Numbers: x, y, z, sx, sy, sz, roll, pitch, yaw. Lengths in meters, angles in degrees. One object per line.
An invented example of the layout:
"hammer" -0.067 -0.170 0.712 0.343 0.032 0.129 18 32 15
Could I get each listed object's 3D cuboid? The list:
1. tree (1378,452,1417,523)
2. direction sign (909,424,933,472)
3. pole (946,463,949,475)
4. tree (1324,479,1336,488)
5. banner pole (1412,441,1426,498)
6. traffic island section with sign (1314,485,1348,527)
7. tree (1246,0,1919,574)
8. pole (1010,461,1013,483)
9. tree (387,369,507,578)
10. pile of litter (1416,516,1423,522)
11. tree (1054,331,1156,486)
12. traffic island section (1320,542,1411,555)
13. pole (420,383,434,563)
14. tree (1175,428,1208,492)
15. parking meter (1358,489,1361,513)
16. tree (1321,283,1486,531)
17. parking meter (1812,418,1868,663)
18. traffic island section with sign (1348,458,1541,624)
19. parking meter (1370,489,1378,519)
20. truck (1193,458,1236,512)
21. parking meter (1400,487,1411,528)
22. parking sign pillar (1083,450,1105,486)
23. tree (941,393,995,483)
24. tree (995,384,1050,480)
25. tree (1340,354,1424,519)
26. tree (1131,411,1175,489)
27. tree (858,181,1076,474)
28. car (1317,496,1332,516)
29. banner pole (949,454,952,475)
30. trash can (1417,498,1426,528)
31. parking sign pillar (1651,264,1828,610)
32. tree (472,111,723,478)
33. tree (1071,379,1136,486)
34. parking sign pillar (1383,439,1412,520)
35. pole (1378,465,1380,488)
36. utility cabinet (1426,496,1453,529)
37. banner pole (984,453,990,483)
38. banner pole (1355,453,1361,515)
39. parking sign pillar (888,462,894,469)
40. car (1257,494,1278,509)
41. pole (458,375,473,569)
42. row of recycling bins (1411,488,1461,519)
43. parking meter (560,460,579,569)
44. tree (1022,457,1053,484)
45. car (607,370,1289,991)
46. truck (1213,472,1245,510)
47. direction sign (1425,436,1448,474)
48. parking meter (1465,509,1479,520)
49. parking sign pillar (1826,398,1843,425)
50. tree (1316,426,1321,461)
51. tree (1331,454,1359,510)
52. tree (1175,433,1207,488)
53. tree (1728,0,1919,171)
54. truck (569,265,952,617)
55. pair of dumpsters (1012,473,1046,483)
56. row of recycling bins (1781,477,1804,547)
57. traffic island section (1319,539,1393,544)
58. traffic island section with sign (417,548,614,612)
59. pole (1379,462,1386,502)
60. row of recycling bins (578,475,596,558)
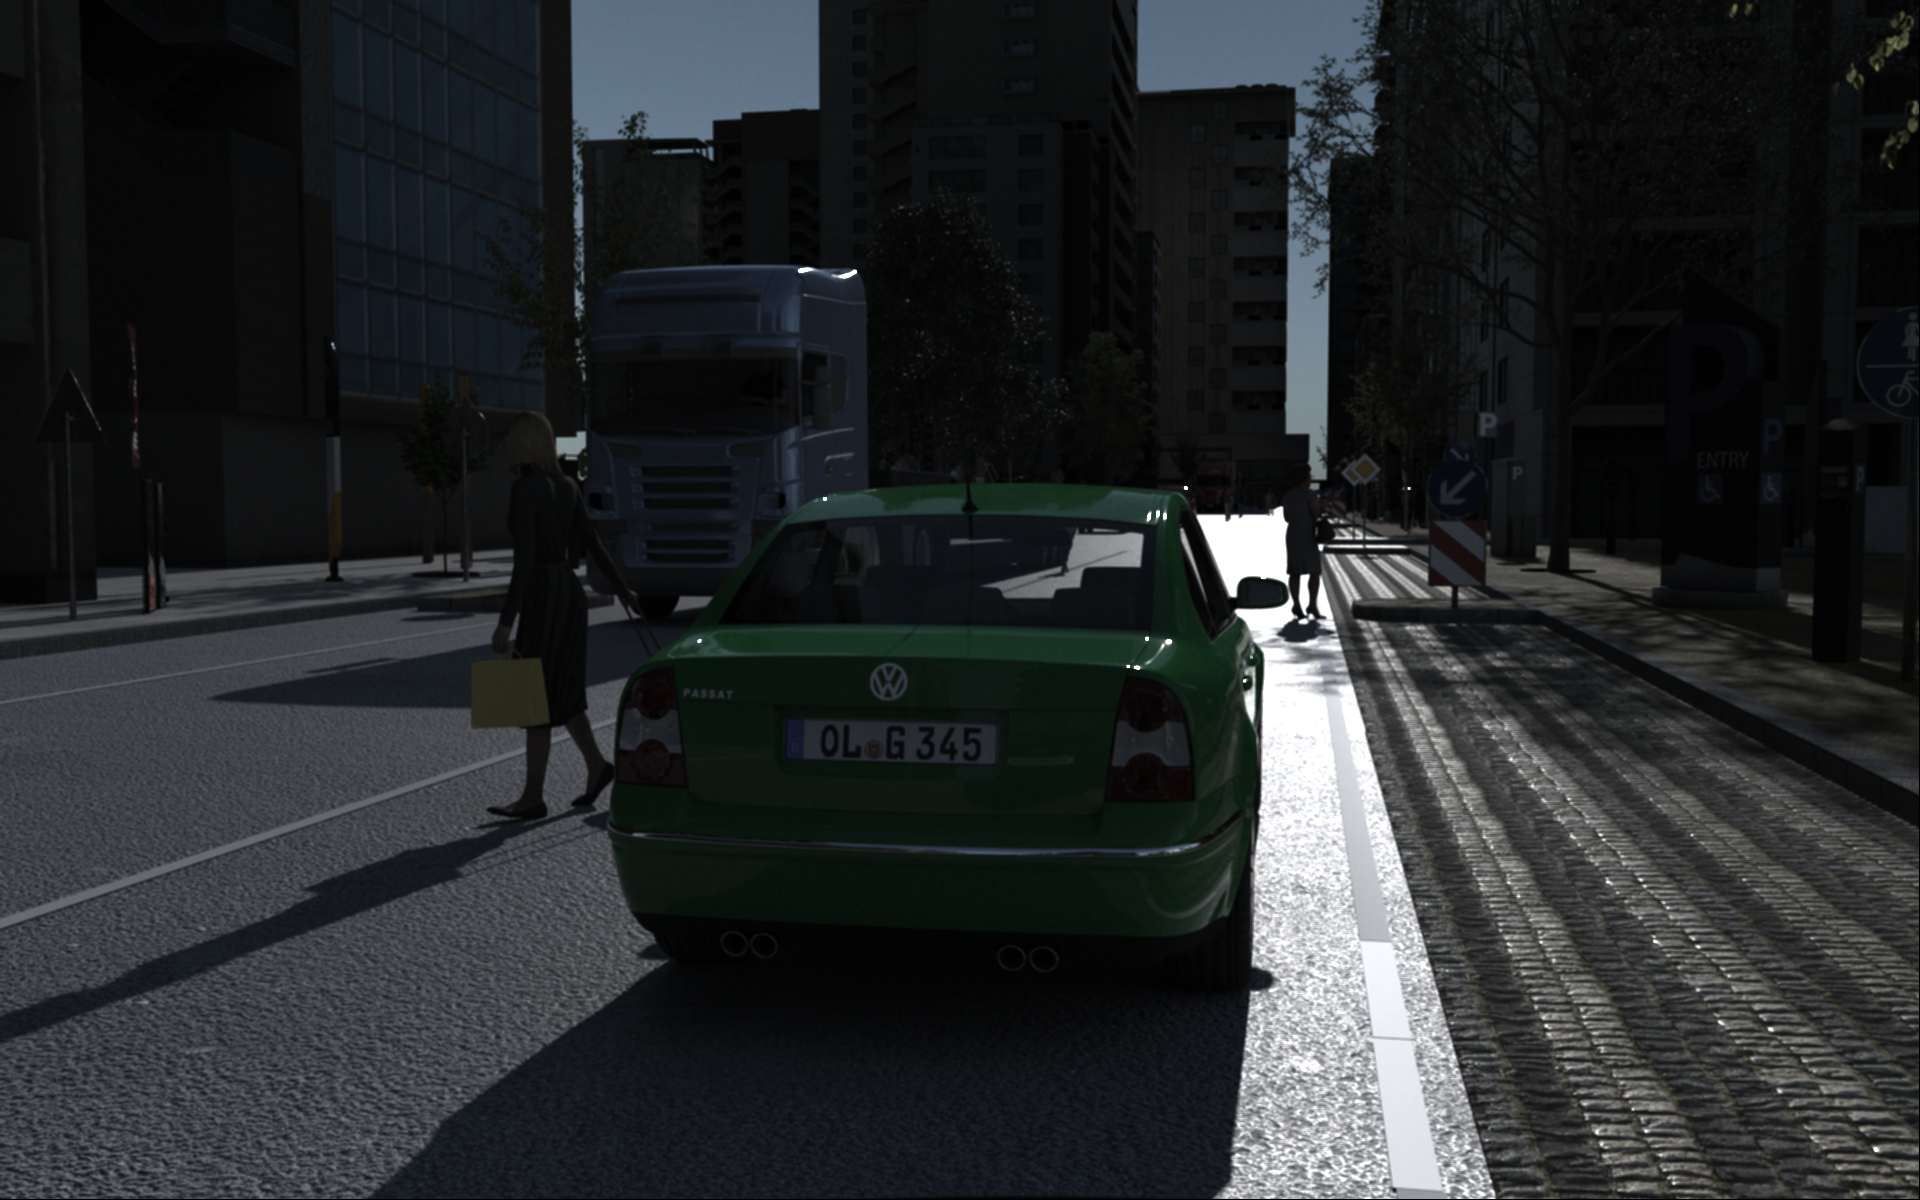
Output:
"tree" 19.155 -5.012 76.543 1.663 3.219 1.824 0 3 0
"direction sign" -1.253 -3.920 56.086 0.876 3.537 0.379 2 4 30
"pole" -0.807 -7.413 115.044 0.158 3.312 0.155 0 3 0
"tree" 39.168 -11.402 181.016 1.663 3.219 1.824 0 3 0
"banner pole" 21.711 -5.605 81.666 0.863 3.779 0.401 -1 4 -14
"traffic island section with sign" 16.265 -4.055 74.920 1.989 1.847 2.006 1 4 11
"tree" 9.987 -7.198 28.055 12.009 13.543 11.850 0 3 0
"pole" 3.173 -6.950 107.471 0.158 3.312 0.155 0 3 0
"tree" -8.169 -1.984 27.044 1.663 3.219 1.824 0 3 0
"pile of litter" 21.430 -4.005 79.452 1.176 0.858 1.719 3 5 40
"tree" 10.038 -12.425 121.278 7.486 12.596 7.792 0 3 0
"traffic island section" 9.898 -1.227 42.340 2.009 0.180 2.903 1 4 11
"pole" -9.869 -2.336 32.044 0.158 3.312 0.155 0 3 0
"tree" 25.044 -14.797 192.297 4.360 8.622 3.978 0 3 0
"parking meter" 27.214 -6.850 117.713 0.255 1.863 0.399 1 4 15
"tree" 15.717 -6.717 60.185 4.737 8.622 4.395 0 3 0
"parking meter" 6.738 -0.462 13.266 0.255 1.863 0.399 3 5 45
"traffic island section with sign" 5.594 -0.704 20.133 1.989 1.847 2.006 1 4 11
"parking meter" 21.164 -4.905 88.604 0.372 1.533 0.369 0 3 0
"truck" 20.457 -9.148 138.475 2.839 4.237 11.283 1 4 13
"parking meter" 16.690 -3.451 64.841 0.372 1.533 0.369 0 3 0
"parking sign pillar" 8.222 -7.219 106.503 1.447 3.967 1.447 0 4 -5
"tree" -0.702 -9.140 99.808 4.737 8.622 4.395 0 3 0
"tree" 4.047 -10.000 113.864 4.737 8.622 4.395 0 3 0
"tree" 22.148 -8.581 90.656 4.360 8.622 3.978 0 3 0
"tree" 15.614 -12.060 147.537 4.360 8.622 3.978 0 3 0
"tree" -0.816 -8.994 64.053 9.611 12.733 9.660 0 3 0
"car" 23.069 -6.026 111.105 1.945 1.354 3.894 1 4 10
"banner pole" -0.517 -6.429 95.123 0.401 3.779 0.863 1 4 11
"trash can" 17.750 -3.320 65.933 0.748 1.137 0.748 0 3 0
"parking sign pillar" 8.723 -1.916 19.800 1.447 3.967 1.447 -2 4 -28
"tree" -6.687 -5.038 32.742 4.737 8.622 4.395 0 3 0
"tree" 9.221 -9.852 111.435 4.737 8.622 4.395 0 3 0
"parking sign pillar" 21.495 -5.899 84.924 1.447 3.967 1.447 -2 4 -27
"pole" 29.122 -7.735 120.312 0.158 3.312 0.155 0 3 0
"utility cabinet" 17.695 -3.219 63.788 1.020 1.237 0.306 0 4 -2
"banner pole" 1.558 -7.092 105.966 0.863 3.779 0.401 -2 4 -30
"banner pole" 24.532 -7.117 106.383 0.401 3.779 0.863 -1 4 -16
"parking sign pillar" -4.181 -7.233 106.726 1.447 3.967 1.447 -1 4 -17
"car" 29.535 -9.551 166.384 2.015 1.641 3.980 1 4 11
"pole" -8.505 -2.197 29.760 0.158 3.312 0.155 0 3 0
"row of recycling bins" 24.021 -5.026 89.287 3.534 1.692 1.069 0 4 6
"parking meter" -6.717 -1.470 29.739 0.255 1.863 0.399 -2 4 -29
"tree" 3.386 -5.410 83.049 1.663 3.219 1.824 0 3 0
"car" 0.236 0.141 6.489 1.959 1.807 4.718 1 4 11
"truck" 23.780 -9.696 154.450 3.469 3.379 9.791 1 4 11
"direction sign" 18.717 -4.652 68.054 0.876 3.537 0.379 0 4 1
"parking meter" 15.976 -2.960 54.101 0.399 1.863 0.255 3 4 37
"parking sign pillar" 17.600 -2.869 35.387 1.447 3.967 1.447 1 4 16
"tree" 37.612 -13.613 172.941 4.737 8.622 4.395 0 3 0
"tree" 31.743 -9.572 140.218 4.285 4.588 4.351 0 3 0
"tree" 27.004 -15.444 202.870 4.737 8.622 4.395 0 3 0
"tree" 5.391 -3.499 7.574 4.360 8.622 3.978 0 3 0
"truck" -0.979 -2.254 26.613 2.967 4.110 18.799 1 4 13
"pair of dumpsters" 3.157 -4.687 79.134 1.574 2.255 4.437 1 4 11
"row of recycling bins" 18.340 -2.012 40.016 3.534 1.692 1.069 2 4 27
"traffic island section" 11.425 -1.706 50.178 2.009 0.180 2.903 1 4 11
"traffic island section with sign" -5.521 -0.820 22.040 1.989 1.847 2.006 1 4 11
"pole" 24.140 -6.403 98.539 0.158 3.312 0.155 0 3 0
"row of recycling bins" -7.624 -1.707 35.024 3.534 1.692 1.069 2 4 32
